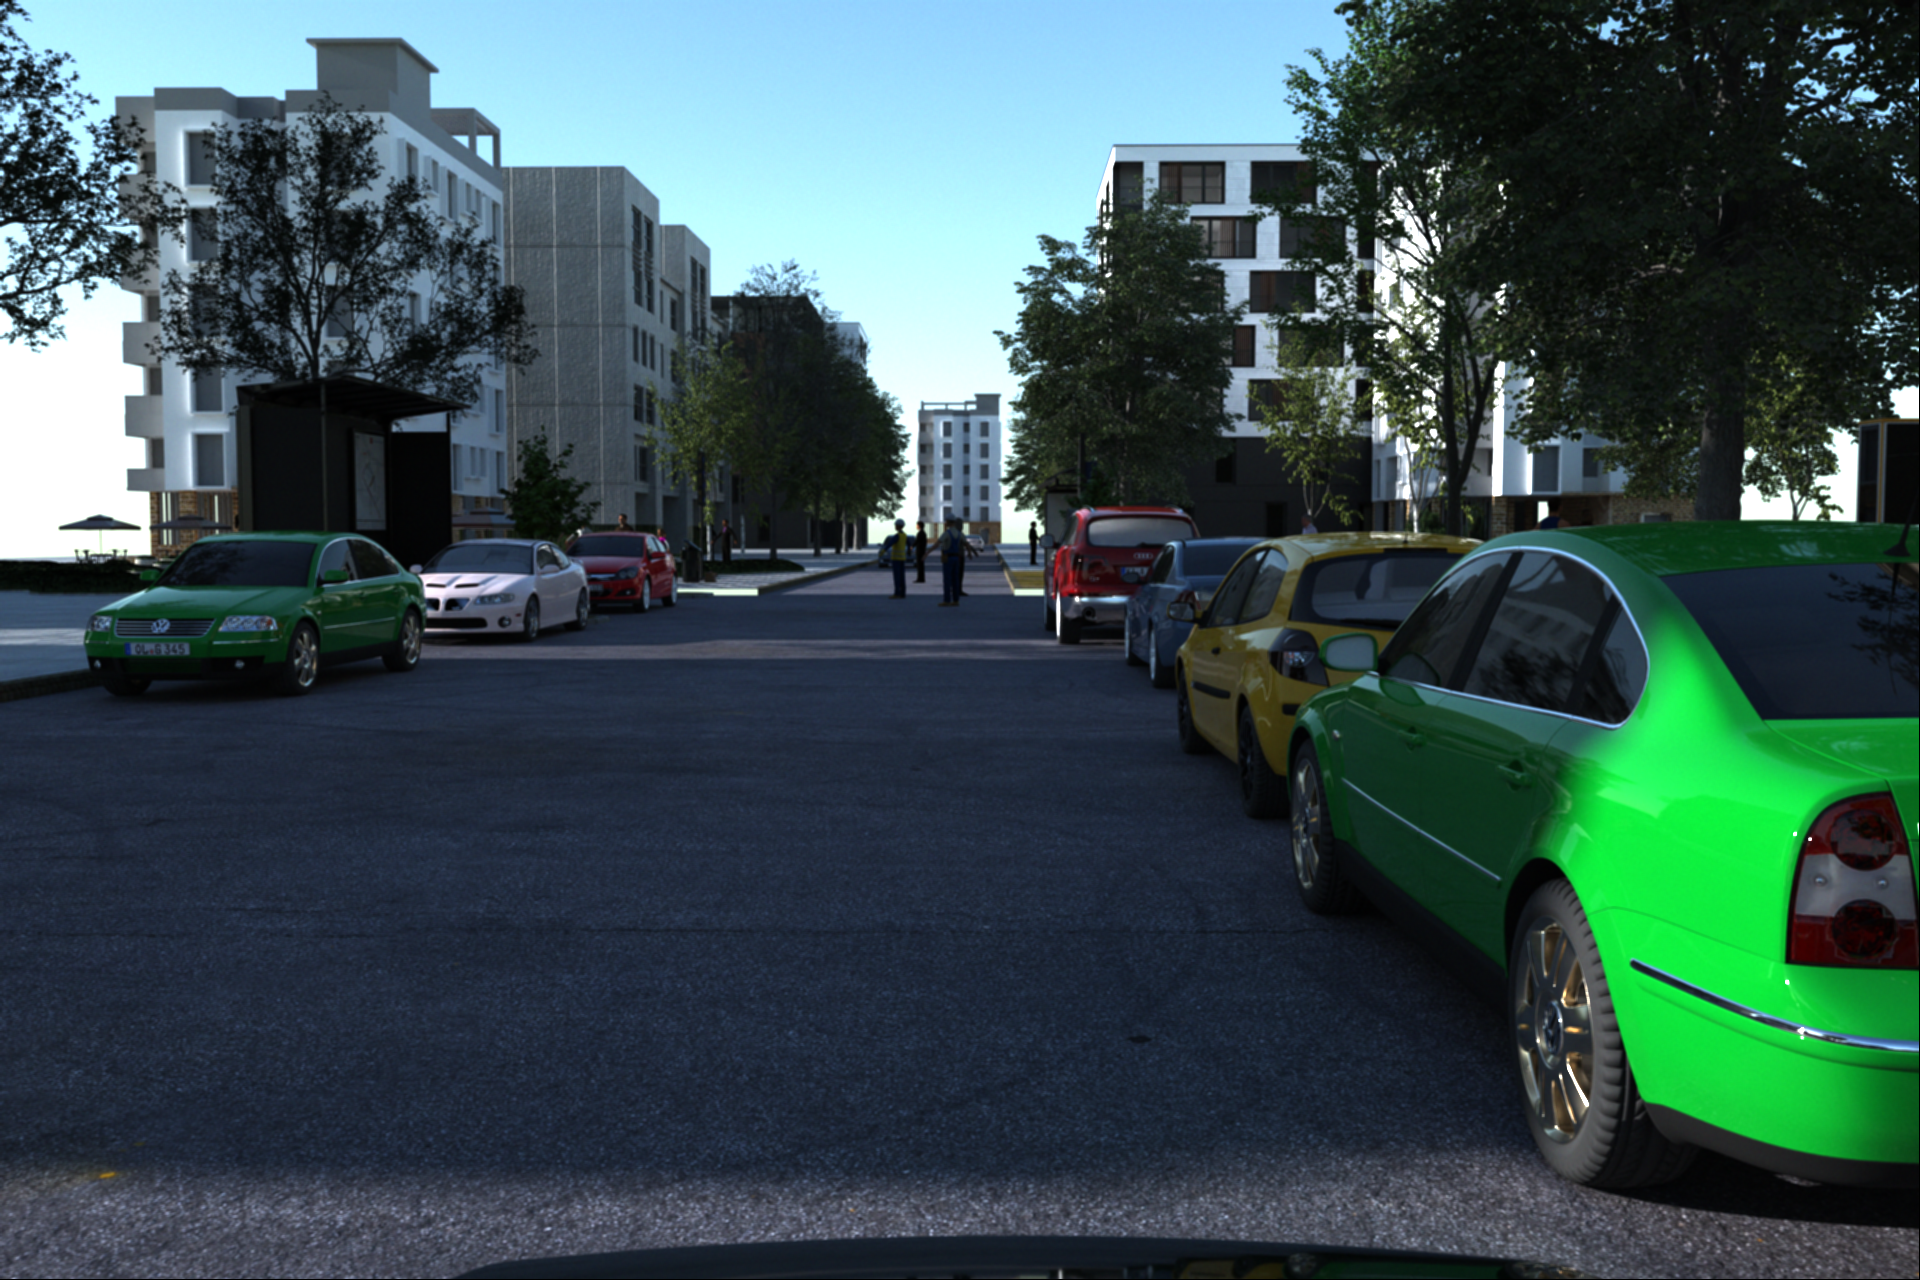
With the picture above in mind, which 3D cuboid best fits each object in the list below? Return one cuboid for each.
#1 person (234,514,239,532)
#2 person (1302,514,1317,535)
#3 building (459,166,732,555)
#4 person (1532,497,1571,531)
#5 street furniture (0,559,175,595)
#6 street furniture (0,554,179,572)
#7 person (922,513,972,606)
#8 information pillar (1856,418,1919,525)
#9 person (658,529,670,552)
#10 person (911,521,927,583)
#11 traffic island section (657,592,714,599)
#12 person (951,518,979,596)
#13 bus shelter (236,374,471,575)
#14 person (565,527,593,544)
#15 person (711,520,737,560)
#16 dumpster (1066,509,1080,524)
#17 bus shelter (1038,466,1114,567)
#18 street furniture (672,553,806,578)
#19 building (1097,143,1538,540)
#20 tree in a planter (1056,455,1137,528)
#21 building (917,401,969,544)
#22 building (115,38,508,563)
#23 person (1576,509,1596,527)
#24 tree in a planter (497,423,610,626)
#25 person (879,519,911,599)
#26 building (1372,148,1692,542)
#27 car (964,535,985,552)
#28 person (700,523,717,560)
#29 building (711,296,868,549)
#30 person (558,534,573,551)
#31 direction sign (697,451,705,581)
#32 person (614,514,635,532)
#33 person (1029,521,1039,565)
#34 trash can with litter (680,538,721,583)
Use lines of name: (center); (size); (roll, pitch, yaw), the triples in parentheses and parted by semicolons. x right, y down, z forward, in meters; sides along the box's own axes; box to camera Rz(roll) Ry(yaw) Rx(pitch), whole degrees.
person: (-14.221, -1.703, 34.676); (0.721, 1.735, 1.217); (-2, 4, -26)
person: (7.342, -1.822, 36.777); (0.436, 1.711, 0.756); (0, 4, -6)
building: (-24.046, -14.256, 99.546); (16.747, 18.905, 31.486); (0, 4, 2)
person: (8.436, -1.124, 24.552); (0.704, 1.807, 1.345); (-2, 4, -35)
street furniture: (-19.121, -1.588, 41.591); (5.734, 0.657, 10.072); (1, 4, 12)
street furniture: (-28.389, -2.260, 52.579); (10.072, 0.657, 5.734); (1, 4, 17)
person: (-0.204, -1.597, 34.419); (1.347, 1.847, 0.705); (-3, 5, -44)
information pillar: (5.989, -0.409, 11.172); (0.304, 2.012, 0.304); (0, 4, 1)
person: (-8.369, -2.381, 48.191); (0.991, 1.433, 0.599); (3, 5, 44)
person: (-1.191, -2.588, 50.960); (0.705, 1.806, 1.347); (1, 4, 17)
traffic island section: (-6.646, -0.999, 39.208); (1.991, 0.108, 1.994); (0, 4, 1)
person: (-0.018, -1.937, 40.262); (0.705, 1.813, 1.348); (-2, 4, -32)
bus shelter: (-9.818, -2.283, 28.618); (1.731, 3.624, 6.357); (0, 4, 1)
person: (-13.816, -3.509, 63.558); (1.347, 1.806, 0.705); (0, 4, 6)
person: (-8.477, -3.448, 62.602); (1.346, 1.802, 0.704); (3, 5, 39)
dumpster: (2.681, -1.279, 29.134); (1.865, 1.857, 1.264); (0, 4, 1)
bus shelter: (3.586, -3.681, 54.114); (2.014, 3.302, 5.546); (0, 4, -1)
street furniture: (-8.700, -2.437, 55.463); (5.734, 0.657, 10.072); (1, 4, 19)
building: (22.268, -16.105, 107.292); (27.936, 21.610, 32.646); (0, 4, 1)
tree in a planter: (3.072, -2.561, 39.099); (1.991, 3.239, 1.994); (0, 4, 0)
building: (-5.536, -23.175, 237.781); (11.380, 20.090, 16.016); (0, 4, 6)
building: (-26.267, -12.918, 67.621); (16.016, 20.090, 11.380); (0, 4, 1)
person: (11.122, -1.473, 30.885); (1.215, 1.729, 0.721); (0, 4, 2)
tree in a planter: (-6.753, -1.877, 27.913); (1.991, 3.239, 1.994); (0, 4, 2)
person: (-1.424, -1.813, 38.557); (0.721, 1.772, 1.216); (2, 4, 31)
building: (26.275, -14.123, 87.323); (16.016, 20.090, 11.380); (0, 4, 1)
car: (0.970, -7.745, 138.992); (2.083, 1.381, 4.827); (0, 4, 1)
person: (-10.111, -3.852, 69.709); (0.721, 1.740, 1.216); (2, 4, 23)
building: (-23.633, -19.645, 165.166); (27.936, 21.610, 32.646); (0, 4, 0)
person: (-15.436, -3.782, 68.645); (0.721, 1.733, 1.217); (3, 5, 44)
direction sign: (-7.138, -3.416, 47.853); (0.379, 3.537, 0.876); (0, 4, 3)
person: (-8.895, -2.419, 45.681); (1.346, 1.812, 0.704); (2, 4, 30)
person: (3.096, -4.040, 72.241); (0.705, 1.806, 1.347); (1, 4, 20)
trash can with litter: (-6.876, -2.110, 45.886); (1.055, 1.170, 0.624); (0, 4, 3)
